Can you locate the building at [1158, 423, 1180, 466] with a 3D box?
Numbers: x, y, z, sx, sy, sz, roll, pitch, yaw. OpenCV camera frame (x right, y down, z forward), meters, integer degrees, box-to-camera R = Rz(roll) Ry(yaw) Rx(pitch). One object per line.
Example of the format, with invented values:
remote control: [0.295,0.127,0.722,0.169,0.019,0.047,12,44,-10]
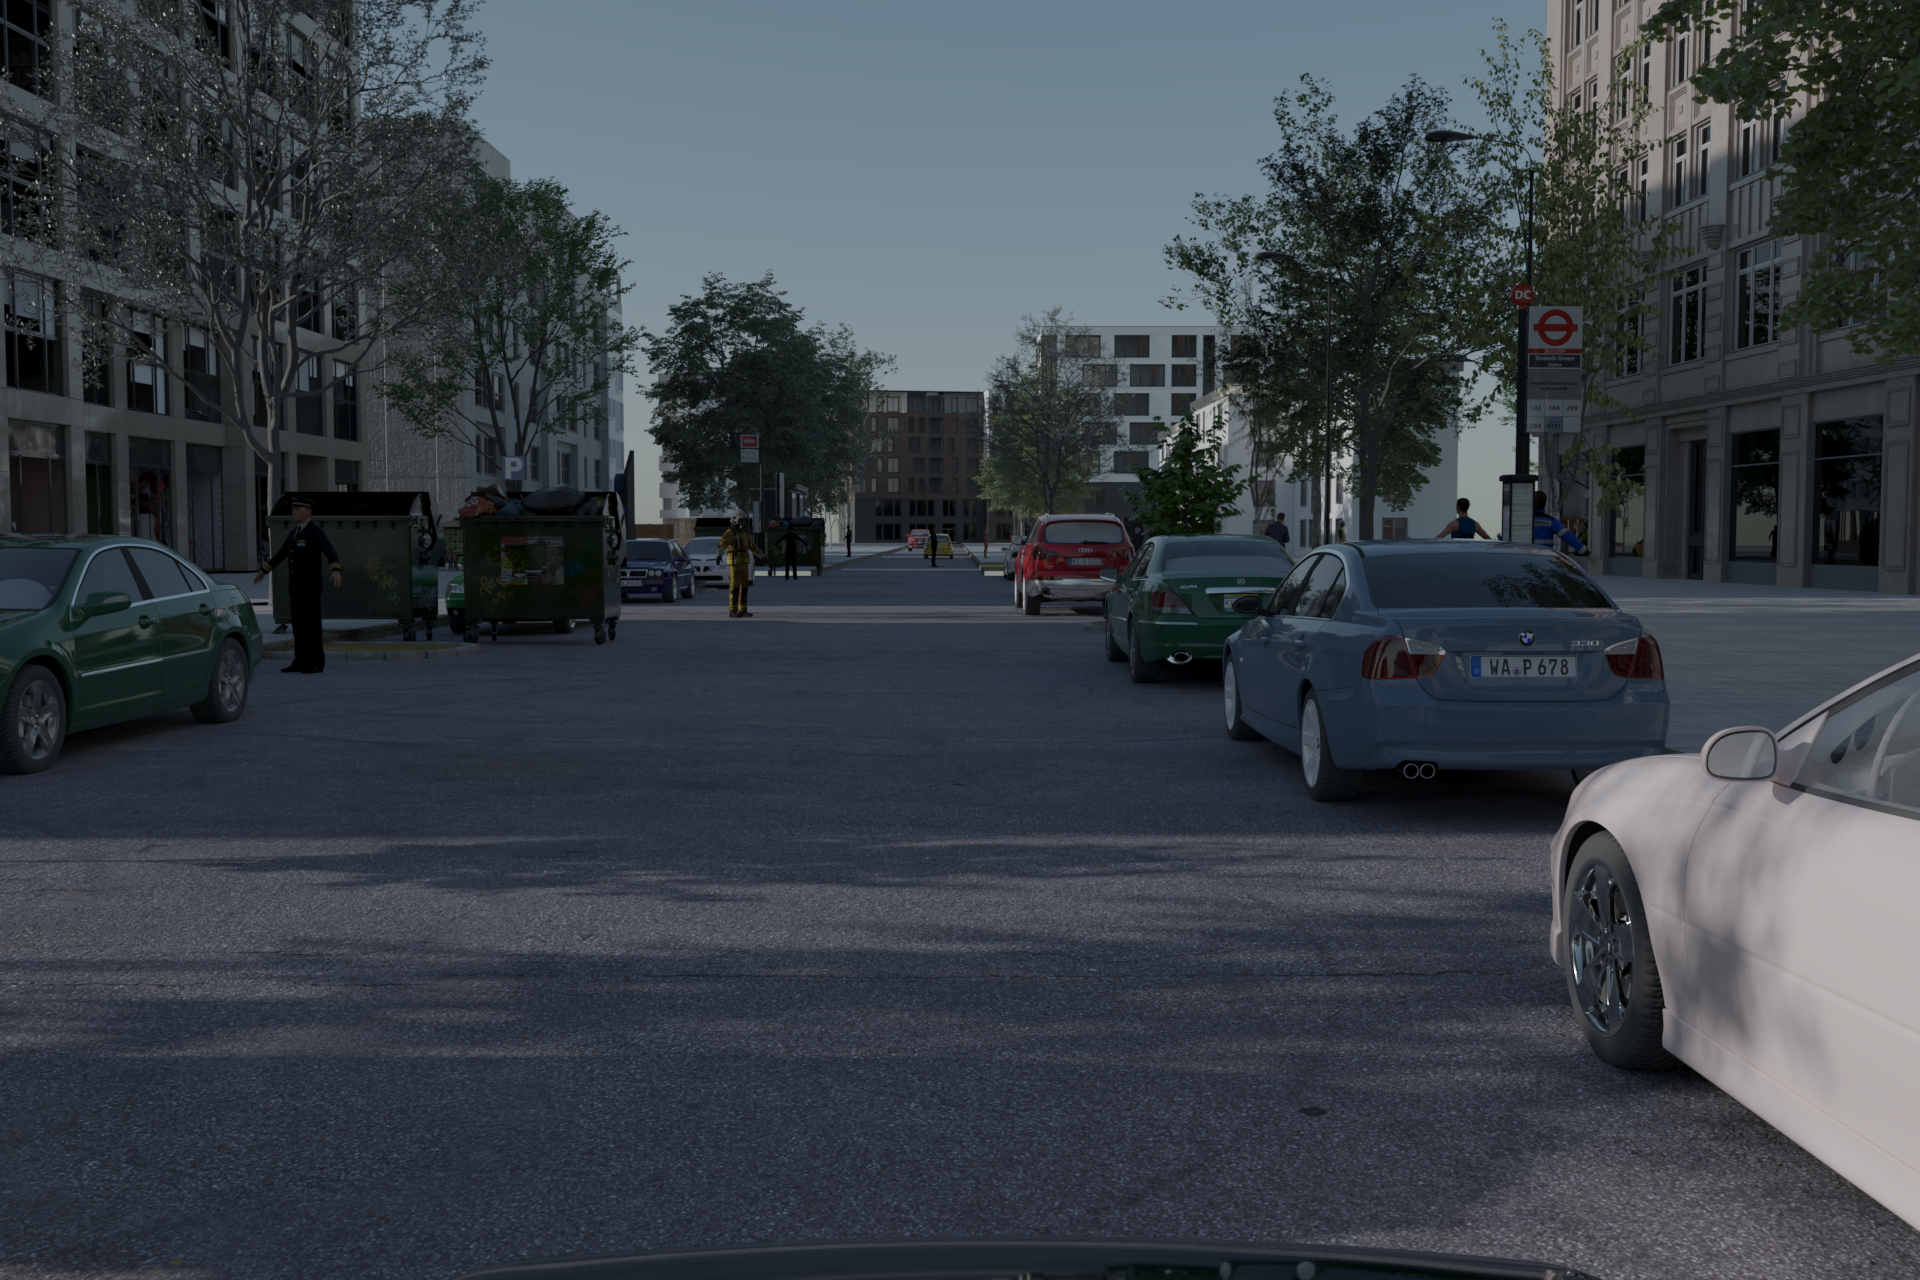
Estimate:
building: [21.028,-11.493,130.057,9.099,9.664,28.070,0,4,0]

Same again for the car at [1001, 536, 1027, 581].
car: [2.354,-2.589,54.697,2.083,1.381,4.827,0,4,-1]

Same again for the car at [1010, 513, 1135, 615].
car: [2.100,-1.430,32.060,2.281,1.827,5.304,0,4,-1]

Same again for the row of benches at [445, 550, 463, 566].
row of benches: [-19.539,-3.334,69.978,1.422,0.672,4.104,3,4,38]

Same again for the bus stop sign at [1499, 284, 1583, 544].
bus stop sign: [6.210,-1.826,18.561,0.855,3.939,0.416,0,4,-1]

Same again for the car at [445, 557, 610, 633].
car: [-6.479,-1.077,26.413,1.959,1.807,4.718,0,4,0]

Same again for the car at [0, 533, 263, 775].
car: [-6.432,-0.001,11.820,2.131,1.459,4.920,0,4,0]

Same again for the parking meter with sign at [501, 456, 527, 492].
parking meter with sign: [-9.922,-2.641,39.437,0.543,3.016,1.738,0,4,0]

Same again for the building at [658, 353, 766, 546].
building: [-25.436,-19.885,181.544,16.016,20.090,11.380,0,4,0]

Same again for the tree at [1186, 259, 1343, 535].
tree: [7.906,-5.930,47.325,4.360,8.622,3.978,0,3,0]

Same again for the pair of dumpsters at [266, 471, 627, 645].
pair of dumpsters: [-6.692,-1.087,22.730,4.436,2.255,1.574,0,3,0]

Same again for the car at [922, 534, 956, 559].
car: [-1.231,-5.532,100.666,2.015,1.641,3.980,0,4,0]

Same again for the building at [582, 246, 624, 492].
building: [-29.289,-15.693,113.005,16.016,20.090,11.380,0,4,-1]

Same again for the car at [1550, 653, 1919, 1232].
car: [2.650,0.559,3.230,2.083,1.381,4.827,0,3,0]

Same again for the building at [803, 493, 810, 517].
building: [-24.012,-17.372,226.176,9.099,9.664,28.070,0,4,-1]

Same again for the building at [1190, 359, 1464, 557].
building: [19.412,-9.476,97.079,9.099,9.664,28.070,0,4,-1]

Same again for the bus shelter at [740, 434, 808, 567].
bus shelter: [-7.763,-5.794,72.363,2.179,5.291,8.768,0,4,-1]

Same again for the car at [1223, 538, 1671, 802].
car: [2.740,0.088,10.564,2.014,1.417,4.499,0,4,0]

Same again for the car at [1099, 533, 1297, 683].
car: [2.559,-0.382,18.049,2.131,1.459,4.920,0,4,0]

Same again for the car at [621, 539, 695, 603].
car: [-6.799,-1.513,37.325,1.945,1.354,3.894,0,4,0]

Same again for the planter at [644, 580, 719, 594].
planter: [-6.967,-1.298,42.361,1.991,0.319,1.994,0,3,0]

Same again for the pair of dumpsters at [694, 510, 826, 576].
pair of dumpsters: [-6.815,-3.307,59.018,4.436,2.255,1.574,0,3,0]

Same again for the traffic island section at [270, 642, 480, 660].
traffic island section: [-6.859,0.133,20.688,1.991,0.108,1.994,0,4,1]

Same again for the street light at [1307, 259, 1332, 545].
street light: [6.623,-3.430,28.622,1.470,5.913,1.316,0,4,-1]

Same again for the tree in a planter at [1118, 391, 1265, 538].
tree in a planter: [2.863,-1.500,21.741,1.991,3.239,1.994,0,4,0]

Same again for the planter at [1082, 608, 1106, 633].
planter: [2.841,-0.296,25.986,1.991,0.319,1.994,0,4,1]

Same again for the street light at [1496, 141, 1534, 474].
street light: [7.126,-2.909,20.096,1.470,5.913,1.316,0,4,-1]

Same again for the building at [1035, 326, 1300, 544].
building: [21.928,-20.951,186.525,27.936,21.610,32.646,0,4,0]

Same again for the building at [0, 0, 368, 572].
building: [-32.681,-15.106,50.189,19.350,26.588,34.151,0,4,0]

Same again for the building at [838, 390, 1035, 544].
building: [-0.582,-25.076,256.419,32.646,21.610,27.936,-1,4,-10]

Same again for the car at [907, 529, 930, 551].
car: [-3.287,-8.286,144.151,2.281,1.827,5.304,0,4,-1]

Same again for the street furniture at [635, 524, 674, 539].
street furniture: [-15.739,-4.411,78.967,9.812,1.723,11.010,-3,5,-40]

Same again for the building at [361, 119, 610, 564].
building: [-29.673,-13.654,89.697,16.747,18.905,31.486,0,4,0]

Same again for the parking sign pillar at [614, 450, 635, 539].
parking sign pillar: [-10.647,-4.070,55.016,1.447,3.967,1.447,0,4,0]

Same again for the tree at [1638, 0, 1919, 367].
tree: [8.365,-5.733,11.859,7.486,12.596,7.792,0,3,0]

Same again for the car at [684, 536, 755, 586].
car: [-6.657,-2.114,46.921,2.083,1.381,4.827,0,4,0]

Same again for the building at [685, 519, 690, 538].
building: [-27.252,-20.896,198.072,16.016,20.090,11.380,0,4,1]

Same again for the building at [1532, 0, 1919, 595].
building: [24.445,-14.396,47.395,10.469,25.551,25.511,0,4,0]
